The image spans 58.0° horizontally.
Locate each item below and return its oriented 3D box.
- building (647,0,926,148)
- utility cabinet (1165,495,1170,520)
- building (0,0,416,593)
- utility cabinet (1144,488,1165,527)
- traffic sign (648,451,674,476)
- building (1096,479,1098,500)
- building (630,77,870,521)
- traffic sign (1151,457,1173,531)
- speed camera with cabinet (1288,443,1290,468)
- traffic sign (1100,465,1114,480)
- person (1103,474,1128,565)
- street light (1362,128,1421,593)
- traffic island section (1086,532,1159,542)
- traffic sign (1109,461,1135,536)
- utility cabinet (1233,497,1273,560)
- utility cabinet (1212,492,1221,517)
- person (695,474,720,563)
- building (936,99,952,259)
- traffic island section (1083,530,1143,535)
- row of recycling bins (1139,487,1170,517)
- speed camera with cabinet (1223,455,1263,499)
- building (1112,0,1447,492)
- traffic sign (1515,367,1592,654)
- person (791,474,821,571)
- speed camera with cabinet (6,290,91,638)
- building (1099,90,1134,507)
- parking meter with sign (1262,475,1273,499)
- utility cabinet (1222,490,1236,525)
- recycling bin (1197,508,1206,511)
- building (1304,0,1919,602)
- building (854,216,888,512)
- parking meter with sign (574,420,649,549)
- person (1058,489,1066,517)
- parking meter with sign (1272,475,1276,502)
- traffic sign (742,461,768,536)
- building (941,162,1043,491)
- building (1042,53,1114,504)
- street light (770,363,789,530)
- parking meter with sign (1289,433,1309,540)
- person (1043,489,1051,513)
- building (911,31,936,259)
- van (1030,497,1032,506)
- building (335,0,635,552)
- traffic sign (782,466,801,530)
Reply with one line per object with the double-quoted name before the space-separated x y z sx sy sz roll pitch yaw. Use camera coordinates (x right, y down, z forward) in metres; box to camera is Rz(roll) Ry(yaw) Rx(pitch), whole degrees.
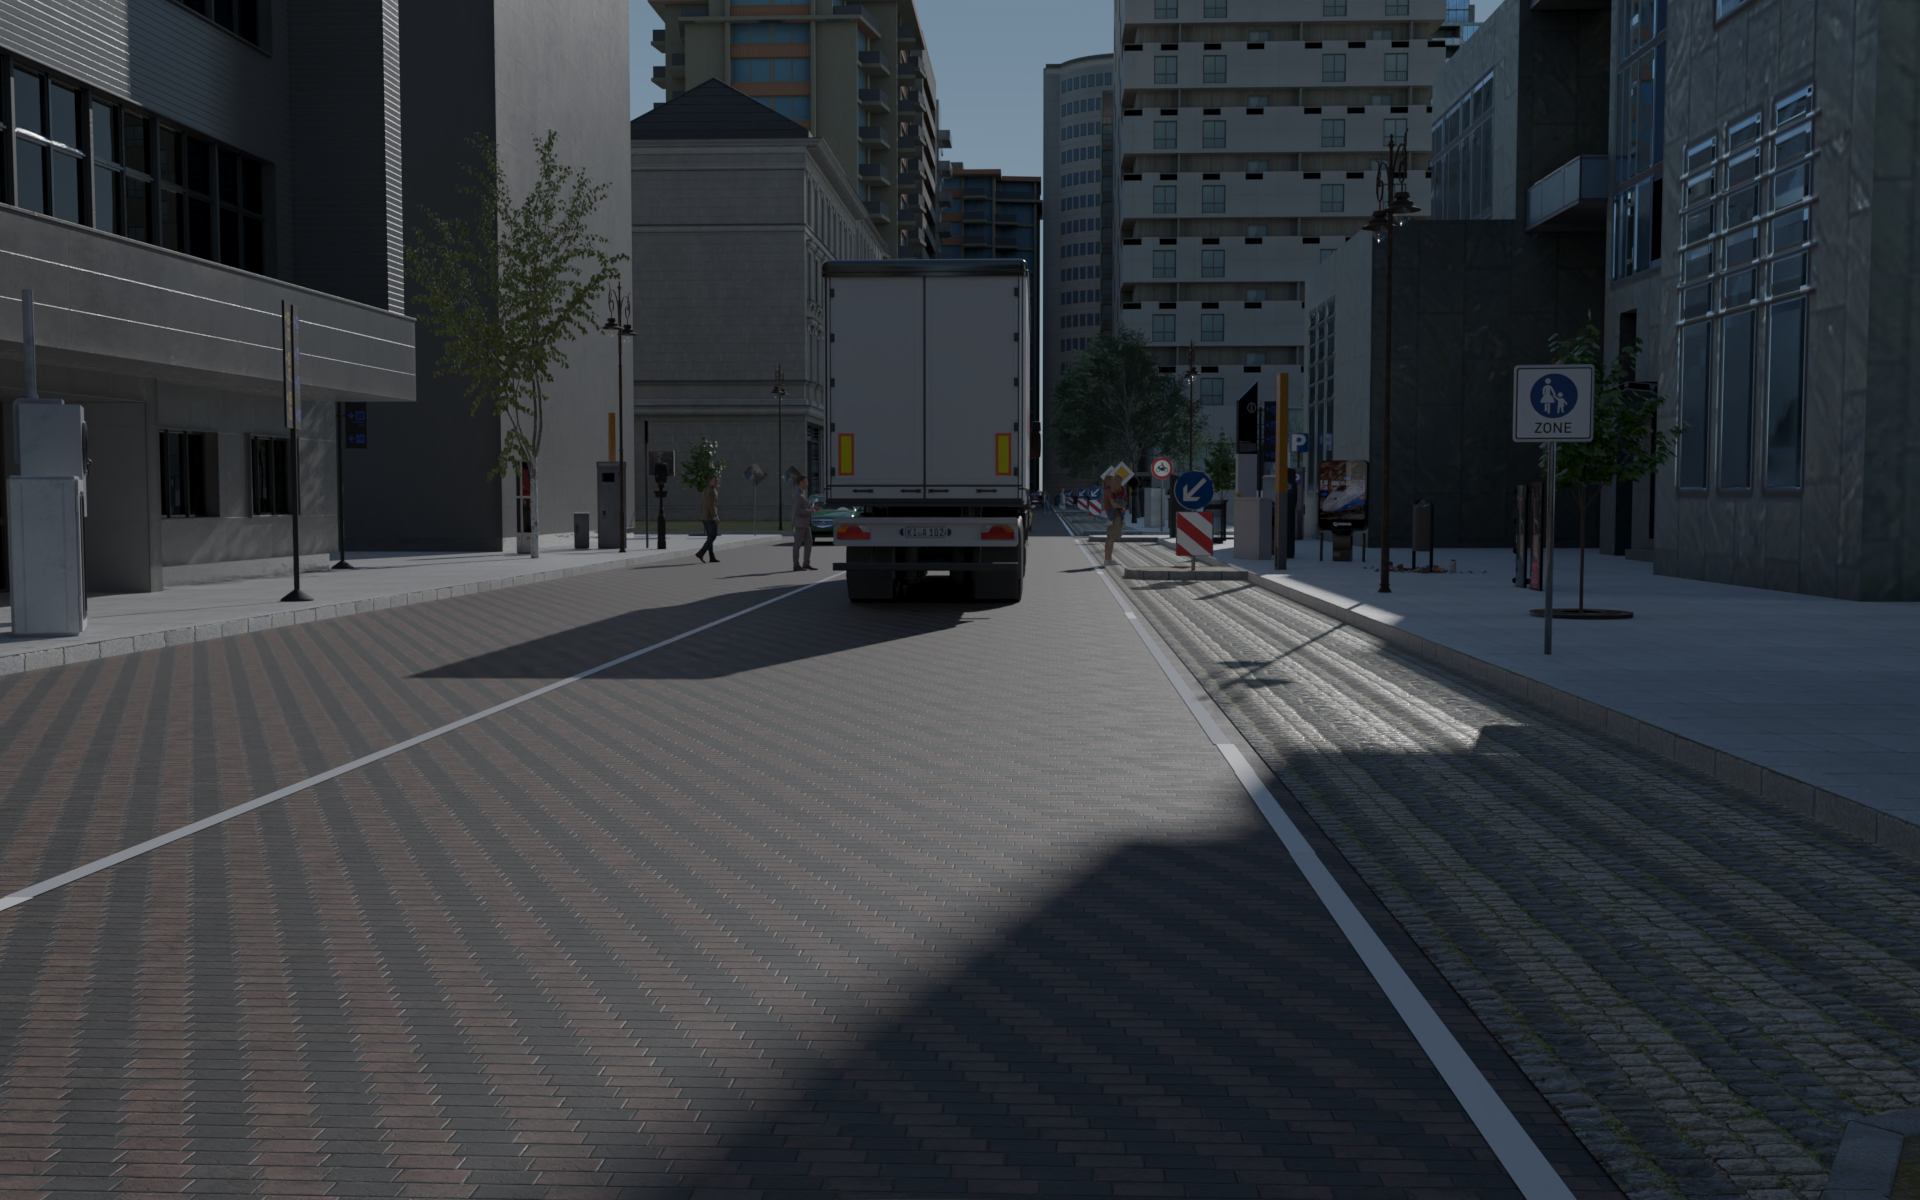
"building" -14.485 -30.333 150.575 22.147 44.769 28.867 0 4 3
"utility cabinet" 10.021 -4.513 84.947 1.020 1.237 0.306 -1 4 -21
"building" -16.644 -11.910 13.792 14.314 24.678 30.058 0 4 3
"utility cabinet" 7.479 -3.529 66.375 0.318 1.500 1.173 2 4 34
"traffic sign" -7.014 -2.359 40.696 0.606 2.300 0.079 0 4 4
"building" 31.834 -30.910 197.253 32.217 40.220 23.993 0 4 3
"building" -11.515 -14.132 81.970 10.553 20.767 40.483 0 4 3
"traffic sign" 6.966 -3.649 59.769 0.768 2.556 0.104 0 4 5
"speed camera with cabinet" 13.246 -4.417 66.557 0.660 3.252 2.038 -2 4 -34
"traffic sign" 5.282 -3.476 60.470 0.795 2.450 0.064 0 4 3
"person" 3.079 -1.605 34.722 0.580 1.828 0.573 3 4 38
"street light" 5.537 -3.034 22.400 0.468 5.910 1.993 0 4 3
"traffic island section" 4.923 -1.853 52.570 2.009 0.180 2.903 0 4 3
"traffic sign" 4.899 -2.988 52.494 0.795 2.450 0.064 0 4 3
"utility cabinet" 5.775 -1.406 34.156 0.306 1.237 1.020 -1 4 -21
"utility cabinet" 14.058 -5.240 94.349 1.173 1.500 0.318 1 4 18
"person" -5.199 -1.688 36.011 0.656 1.842 0.836 2 4 31
"building" -16.348 -35.531 200.533 30.456 49.044 23.786 0 4 3
"traffic island section" 5.305 -2.340 60.546 2.009 0.180 2.903 0 4 3
"row of recycling bins" 11.578 -5.497 96.983 3.534 1.692 1.069 -1 4 -20
"speed camera with cabinet" 12.890 -5.113 77.929 2.038 3.252 0.660 2 4 35
"building" 27.778 -34.717 156.863 28.713 52.752 27.495 0 4 3
"traffic sign" 4.704 -0.713 13.794 0.606 2.300 0.079 1 4 11
"person" -2.876 -1.448 32.373 0.583 1.804 0.606 0 3 0
"speed camera with cabinet" -8.581 -1.345 16.325 0.660 3.252 2.038 -2 4 -24
"building" 21.391 -30.281 178.695 14.154 41.232 14.086 0 4 3
"parking meter with sign" 12.552 -4.492 69.701 1.738 3.016 0.543 1 4 20
"utility cabinet" 11.209 -3.766 70.246 0.318 1.500 1.173 -2 4 -24
"recycling bin" 10.850 -4.072 79.137 0.722 1.027 0.722 0 4 6
"building" 20.598 -44.056 32.991 22.319 86.520 31.000 0 4 3
"building" -10.371 -16.100 112.381 9.793 20.994 18.267 0 4 3
"parking meter with sign" -8.227 -2.726 40.837 1.738 3.016 0.543 -1 4 -11
"person" 6.444 -6.165 109.651 0.624 1.780 0.694 0 4 -6
"parking meter with sign" 12.462 -4.147 64.060 1.738 3.016 0.543 -3 4 -36
"traffic sign" -6.281 -3.022 53.048 0.795 2.450 0.064 0 4 3
"building" -3.428 -35.273 231.340 28.867 44.769 22.147 0 4 3
"building" 25.042 -42.006 228.793 28.212 58.520 21.231 0 4 3
"street light" -6.357 -5.408 61.217 0.468 5.910 1.993 0 4 3
"parking meter with sign" 9.468 -3.216 48.846 0.543 3.016 1.738 1 4 16
"person" 6.435 -7.381 129.530 0.623 1.781 0.721 2 4 35
"building" -13.682 -33.772 175.870 21.300 48.544 21.600 0 4 3
"van" 4.936 -8.283 142.441 2.013 2.044 4.112 0 4 4
"building" -21.680 -15.391 45.154 24.014 27.812 14.314 0 4 3
"traffic sign" -5.899 -3.510 61.024 0.795 2.450 0.064 0 4 3
